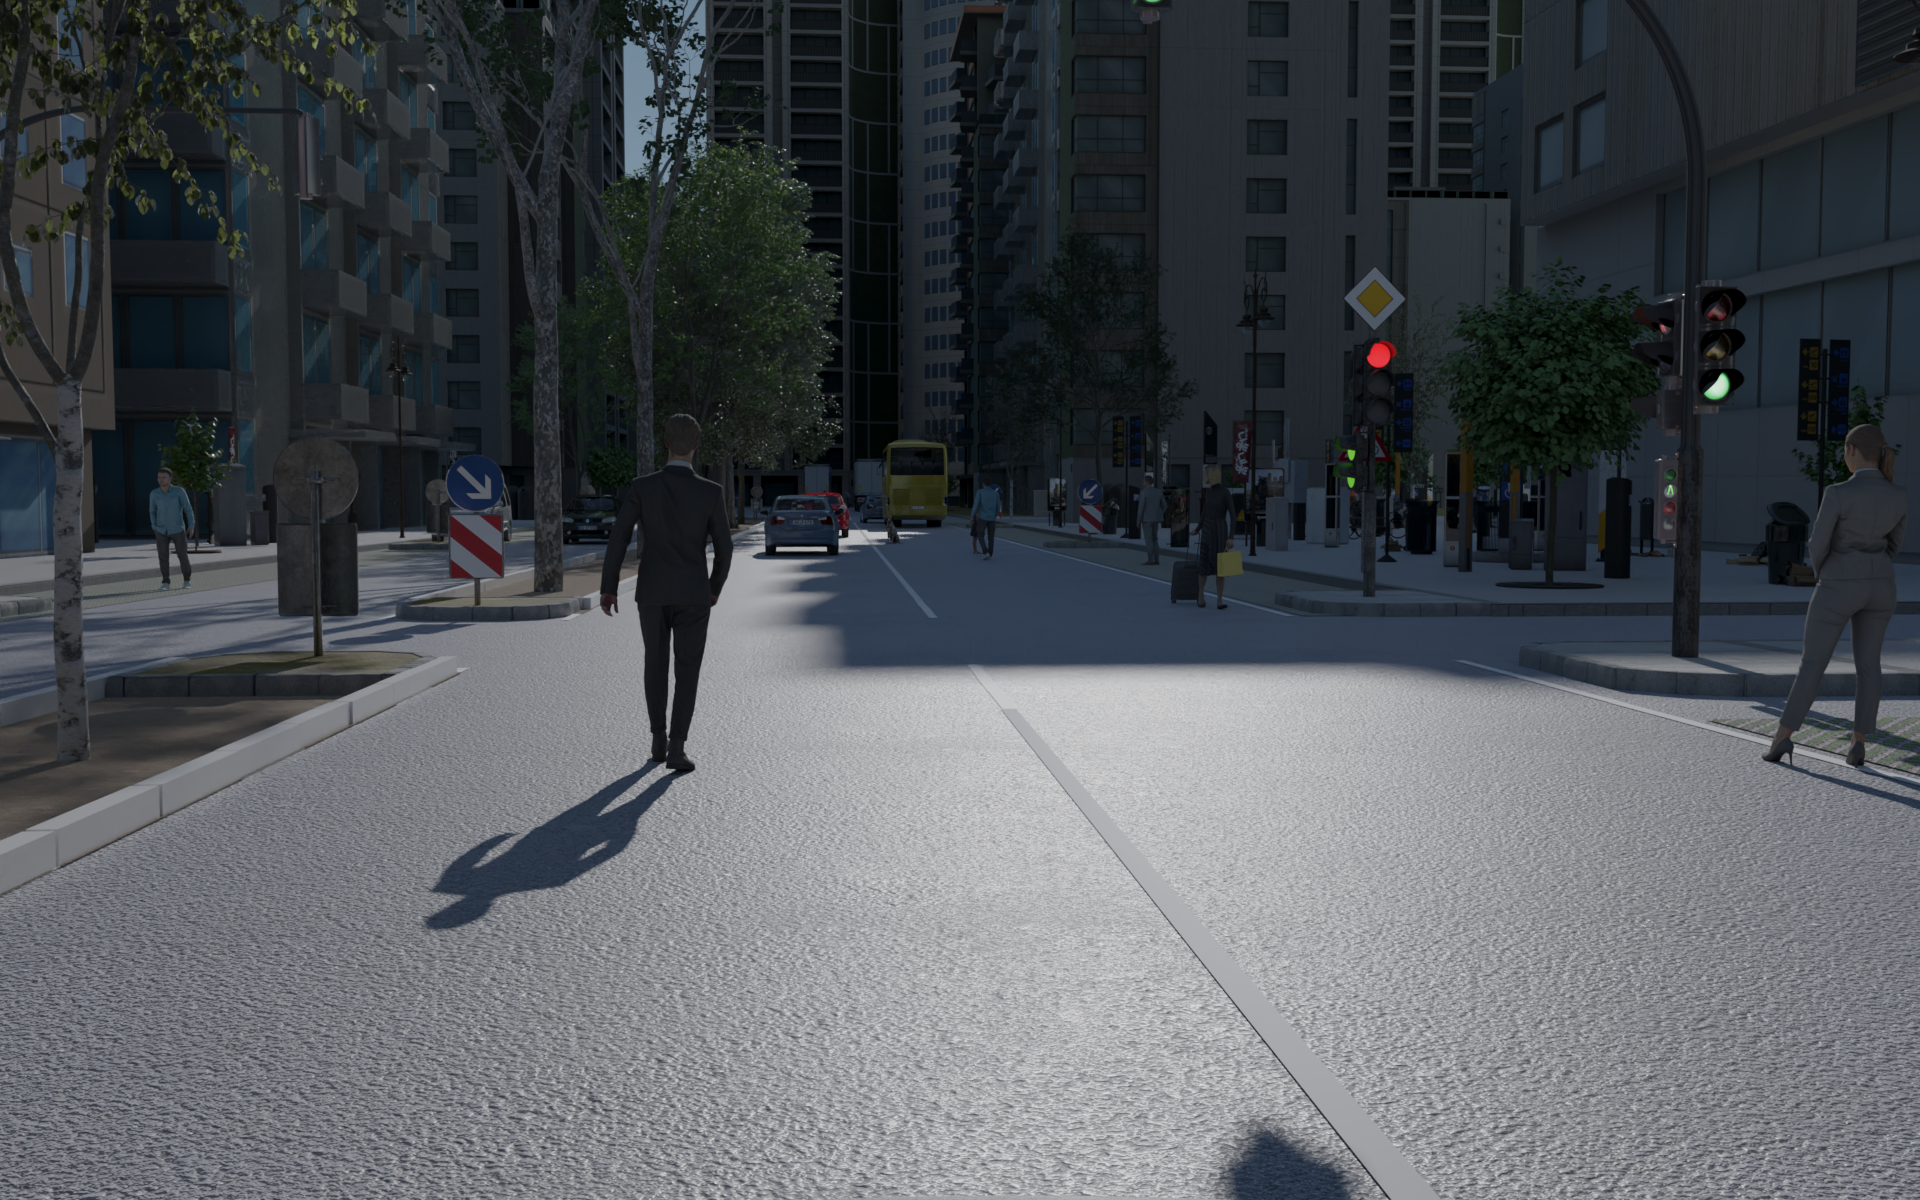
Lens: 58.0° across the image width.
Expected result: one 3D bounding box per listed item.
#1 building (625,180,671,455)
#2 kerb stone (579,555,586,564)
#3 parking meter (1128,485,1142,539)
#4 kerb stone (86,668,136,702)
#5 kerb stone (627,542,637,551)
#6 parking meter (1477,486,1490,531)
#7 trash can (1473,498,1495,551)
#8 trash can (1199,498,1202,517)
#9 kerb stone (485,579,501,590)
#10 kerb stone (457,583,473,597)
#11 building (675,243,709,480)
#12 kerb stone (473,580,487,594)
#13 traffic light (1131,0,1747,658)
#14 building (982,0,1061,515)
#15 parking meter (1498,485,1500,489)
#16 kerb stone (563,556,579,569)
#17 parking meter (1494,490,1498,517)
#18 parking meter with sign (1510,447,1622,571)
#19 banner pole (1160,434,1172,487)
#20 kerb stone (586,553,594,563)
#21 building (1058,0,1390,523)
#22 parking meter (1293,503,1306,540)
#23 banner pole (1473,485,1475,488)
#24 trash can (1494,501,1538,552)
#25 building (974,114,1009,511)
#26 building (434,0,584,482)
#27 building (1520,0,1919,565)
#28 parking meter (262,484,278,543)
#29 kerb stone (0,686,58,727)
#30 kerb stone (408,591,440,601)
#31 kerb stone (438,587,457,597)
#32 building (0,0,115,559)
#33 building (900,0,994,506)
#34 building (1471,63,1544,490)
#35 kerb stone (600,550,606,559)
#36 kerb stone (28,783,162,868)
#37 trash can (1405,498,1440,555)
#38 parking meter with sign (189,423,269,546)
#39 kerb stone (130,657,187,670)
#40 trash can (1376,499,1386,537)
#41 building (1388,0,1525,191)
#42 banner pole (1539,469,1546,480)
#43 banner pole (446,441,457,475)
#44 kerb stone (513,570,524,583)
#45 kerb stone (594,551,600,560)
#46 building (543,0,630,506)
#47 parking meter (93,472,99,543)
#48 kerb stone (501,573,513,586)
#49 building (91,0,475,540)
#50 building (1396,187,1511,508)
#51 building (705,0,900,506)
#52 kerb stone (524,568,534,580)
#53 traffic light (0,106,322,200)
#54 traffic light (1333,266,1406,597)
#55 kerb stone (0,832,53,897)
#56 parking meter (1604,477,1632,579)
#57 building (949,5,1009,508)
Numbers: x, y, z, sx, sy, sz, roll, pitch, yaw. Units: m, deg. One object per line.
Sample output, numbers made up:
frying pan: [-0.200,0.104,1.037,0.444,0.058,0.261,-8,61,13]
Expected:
building: [-34.859,-23.824,161.229,14.107,30.474,14.160,0,4,-4]
kerb stone: [-7.757,-0.790,35.105,0.120,0.150,1.000,0,4,-4]
parking meter: [4.979,-2.502,49.322,0.372,1.533,0.369,0,3,0]
kerb stone: [-6.038,0.617,12.103,0.120,0.150,1.000,0,4,-4]
kerb stone: [-8.451,-1.348,44.293,0.120,0.150,1.000,0,4,-4]
parking meter: [15.859,-2.694,52.455,0.372,1.533,0.369,0,3,0]
trash can: [11.439,-1.567,37.273,0.748,1.137,0.748,0,3,0]
trash can: [9.238,-3.232,64.494,0.748,1.137,0.748,0,3,0]
kerb stone: [-7.061,-0.226,25.894,0.120,0.150,1.000,0,4,-4]
kerb stone: [-6.910,-0.101,23.855,0.120,0.150,1.000,0,4,-4]
building: [-34.350,-25.370,186.507,14.107,30.474,14.160,0,4,-4]
kerb stone: [-6.989,-0.164,24.874,0.120,0.150,1.000,0,4,-4]
traffic light: [3.611,-2.361,13.269,4.771,5.953,1.251,0,4,-4]
building: [14.012,-30.176,112.994,23.786,49.044,30.456,0,4,-4]
parking meter: [30.051,-5.525,96.044,0.399,1.863,0.255,-2,4,-23]
kerb stone: [-7.681,-0.727,34.080,0.120,0.150,1.000,0,4,-4]
parking meter: [30.647,-5.532,98.856,0.372,1.533,0.369,0,3,0]
parking meter with sign: [10.162,-2.004,29.031,1.738,3.016,0.543,1,4,21]
banner pole: [8.546,-4.994,71.668,0.401,3.779,0.863,3,5,41]
kerb stone: [-7.827,-0.850,36.127,0.120,0.150,1.000,0,4,-4]
building: [11.430,-18.987,82.140,14.160,30.474,14.107,0,4,-4]
parking meter: [9.406,-2.584,47.958,0.255,1.863,0.399,0,4,-6]
banner pole: [25.597,-5.944,87.203,0.401,3.779,0.863,-3,4,-38]
trash can: [11.518,-1.471,35.700,0.748,1.137,0.748,0,3,0]
building: [7.895,-22.245,135.406,14.160,30.474,14.107,0,4,-4]
building: [-29.922,-20.156,101.248,14.160,30.474,14.107,0,4,-4]
building: [29.301,-27.213,34.174,27.495,52.752,28.713,0,4,-4]
parking meter: [-18.076,-2.262,45.399,0.372,1.533,0.369,0,3,0]
kerb stone: [-5.962,0.680,11.084,0.120,0.150,1.000,0,4,-4]
kerb stone: [-6.760,0.024,21.803,0.120,0.150,1.000,0,4,-4]
kerb stone: [-6.831,-0.039,22.825,0.120,0.150,1.000,0,4,-4]
building: [-25.055,-23.207,29.550,14.600,45.320,14.200,0,4,-4]
building: [7.518,-39.764,192.143,28.212,58.520,21.231,0,4,-4]
building: [58.450,-29.592,167.428,14.086,41.232,14.154,0,4,-4]
kerb stone: [-7.986,-0.977,38.166,0.120,0.150,1.000,0,4,-4]
kerb stone: [-3.548,0.922,7.124,0.120,0.150,1.000,0,4,-4]
trash can: [9.832,-1.542,36.860,0.748,1.137,0.748,0,3,0]
parking meter with sign: [-18.148,-2.862,43.060,1.738,3.016,0.543,-3,5,-43]
kerb stone: [-6.104,0.555,13.125,0.120,0.150,1.000,0,4,-4]
trash can: [12.453,-2.472,52.073,0.748,1.137,0.748,0,3,0]
building: [52.507,-46.285,195.005,20.611,71.187,20.563,0,4,-4]
banner pole: [12.707,-2.882,37.131,0.863,3.779,0.401,1,4,23]
banner pole: [-24.234,-5.656,82.496,0.401,3.779,0.863,2,4,33]
kerb stone: [-7.224,-0.351,27.936,0.120,0.150,1.000,0,4,-4]
kerb stone: [-7.913,-0.914,37.146,0.120,0.150,1.000,0,4,-4]
building: [-35.533,-42.841,138.702,20.563,71.187,20.611,0,4,-4]
parking meter: [-22.681,-2.416,45.219,0.255,1.863,0.399,-1,4,-15]
kerb stone: [-7.140,-0.288,26.913,0.120,0.150,1.000,0,4,-4]
building: [-30.794,-26.898,59.398,23.786,49.044,30.456,0,4,-4]
building: [43.411,-24.162,166.757,14.107,30.474,14.160,0,4,-4]
building: [-16.912,-46.008,190.475,20.611,71.187,20.563,0,4,-4]
kerb stone: [-7.302,-0.409,28.972,0.120,0.150,1.000,0,4,-4]
traffic light: [-9.990,-2.798,20.421,4.771,5.953,1.251,0,4,-4]
traffic light: [5.093,-1.994,21.529,0.839,4.253,0.868,0,4,-4]
kerb stone: [-3.469,0.986,6.098,0.120,0.150,1.000,0,4,-4]
parking meter: [10.016,-1.098,26.357,0.372,1.533,0.369,0,3,0]
building: [10.479,-30.706,156.670,22.147,44.769,28.867,0,4,-4]
